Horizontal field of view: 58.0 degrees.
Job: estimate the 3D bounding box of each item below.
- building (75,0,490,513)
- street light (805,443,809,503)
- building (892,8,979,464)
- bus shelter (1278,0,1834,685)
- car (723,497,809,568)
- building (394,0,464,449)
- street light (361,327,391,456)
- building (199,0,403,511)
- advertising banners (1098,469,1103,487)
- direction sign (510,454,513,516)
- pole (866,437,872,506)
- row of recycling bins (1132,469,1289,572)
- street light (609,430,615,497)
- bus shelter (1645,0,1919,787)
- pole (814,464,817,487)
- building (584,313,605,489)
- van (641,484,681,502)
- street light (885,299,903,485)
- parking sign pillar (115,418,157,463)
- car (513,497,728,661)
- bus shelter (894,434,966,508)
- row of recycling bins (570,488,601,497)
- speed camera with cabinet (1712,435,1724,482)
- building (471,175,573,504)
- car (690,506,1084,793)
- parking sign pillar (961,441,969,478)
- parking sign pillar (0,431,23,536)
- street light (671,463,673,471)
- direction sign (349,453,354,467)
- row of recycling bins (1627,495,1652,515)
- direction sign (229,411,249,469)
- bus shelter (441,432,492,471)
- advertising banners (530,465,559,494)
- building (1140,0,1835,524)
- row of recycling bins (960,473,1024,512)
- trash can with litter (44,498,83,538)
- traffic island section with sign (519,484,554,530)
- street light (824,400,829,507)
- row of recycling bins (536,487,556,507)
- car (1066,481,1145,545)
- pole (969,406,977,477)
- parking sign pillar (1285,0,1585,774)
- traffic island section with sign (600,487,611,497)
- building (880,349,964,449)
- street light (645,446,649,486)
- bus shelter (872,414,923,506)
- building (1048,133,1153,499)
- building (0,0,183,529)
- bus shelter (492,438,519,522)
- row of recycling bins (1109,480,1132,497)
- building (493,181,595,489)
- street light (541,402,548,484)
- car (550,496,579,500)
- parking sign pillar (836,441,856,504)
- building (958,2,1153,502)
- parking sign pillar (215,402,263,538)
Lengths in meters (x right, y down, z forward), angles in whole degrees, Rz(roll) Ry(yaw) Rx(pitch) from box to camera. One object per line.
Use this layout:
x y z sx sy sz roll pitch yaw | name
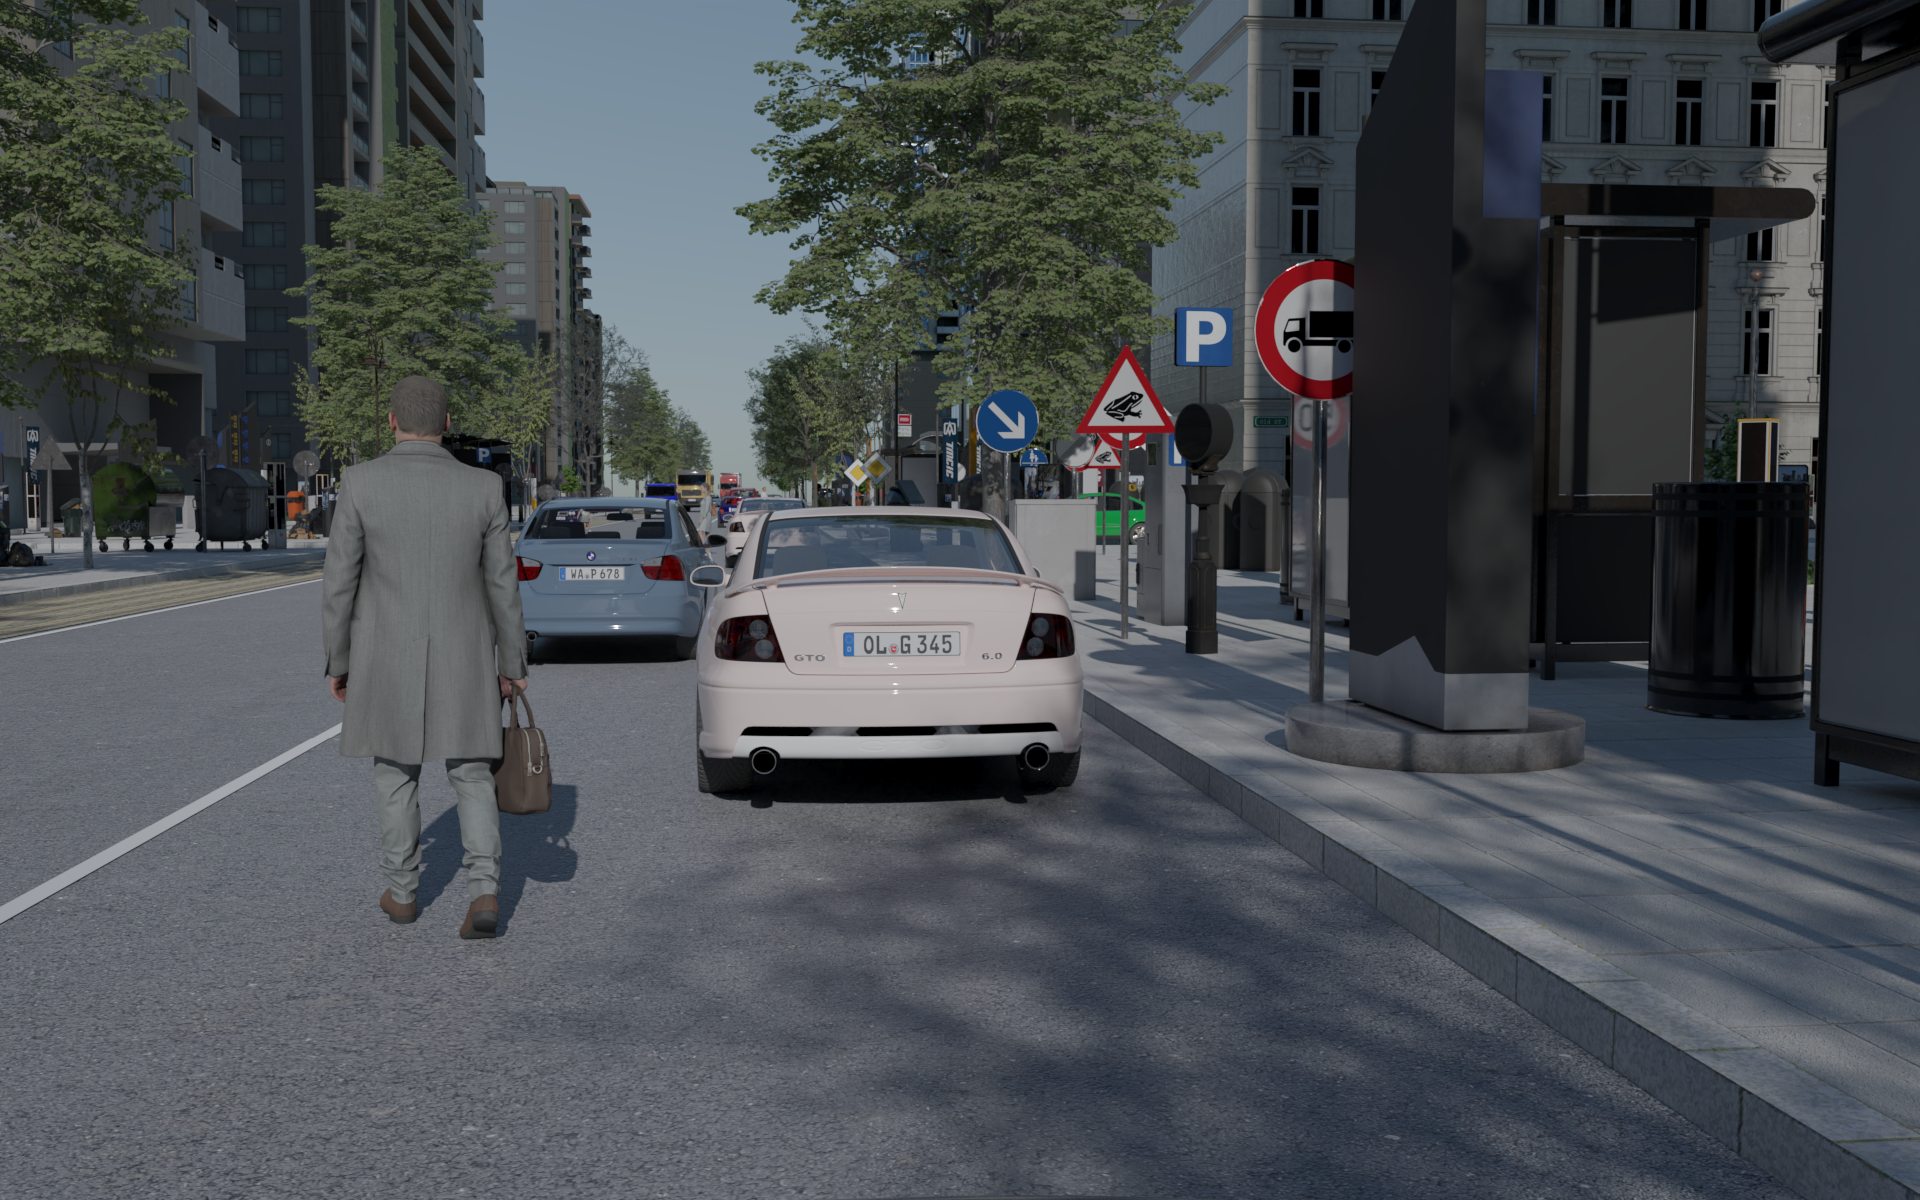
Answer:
-57.447 -34.534 153.862 28.713 52.752 27.495 0 4 -6 | building
-10.893 -9.151 122.405 0.468 5.910 1.993 0 4 -6 | street light
-1.714 -58.442 268.197 22.319 86.520 31.000 0 4 -6 | building
4.342 -2.352 16.087 2.179 5.291 8.768 0 4 -6 | bus shelter
-3.760 -1.384 34.991 2.083 1.381 4.827 0 4 -5 | car
-50.309 -30.975 130.142 21.300 48.544 21.600 0 4 -6 | building
-16.159 -4.604 48.057 0.468 5.910 1.993 0 4 -6 | street light
-44.179 -26.077 109.953 14.154 41.232 14.086 0 4 -6 | building
5.713 -4.080 62.895 2.074 3.025 0.090 1 4 16 | advertising banners
-26.174 -6.647 100.678 0.379 3.537 0.876 -1 4 -18 | direction sign
-3.259 -4.166 61.965 0.158 3.312 0.155 0 3 0 | pole
4.446 -1.405 30.091 1.069 1.692 3.534 -2 4 -27 | row of recycling bins
-24.908 -9.244 123.925 0.468 5.910 1.993 0 4 -6 | street light
4.730 -1.744 6.144 2.179 5.291 8.768 0 4 -7 | bus shelter
-9.634 -7.441 115.501 0.158 3.312 0.155 0 3 0 | pole
-62.721 -30.295 267.031 14.160 30.474 14.107 0 4 -6 | building
-17.137 -5.820 99.538 2.240 2.365 5.245 -1 4 -8 | van
-1.493 -4.162 40.833 0.468 5.910 1.993 0 4 -6 | street light
-29.150 -4.456 61.333 1.447 3.967 1.447 3 5 40 | parking sign pillar
-3.202 -0.256 16.189 2.014 1.417 4.499 0 4 -6 | car
-1.110 -4.124 61.350 2.014 3.302 5.546 0 4 -7 | bus shelter
-25.414 -6.775 117.892 1.069 1.692 3.534 1 4 19 | row of recycling bins
25.780 -3.864 57.516 0.660 3.252 2.038 0 4 -7 | speed camera with cabinet
-58.020 -33.005 223.231 14.154 41.232 14.086 0 4 -6 | building
-0.492 0.159 9.762 2.083 1.381 4.827 0 4 -6 | car
0.478 -5.476 78.003 1.447 3.967 1.447 -2 4 -25 | parking sign pillar
-29.869 -3.980 53.551 1.447 3.967 1.447 -2 4 -32 | parking sign pillar
-34.371 -14.292 206.460 0.468 5.910 1.993 0 4 -6 | street light
-33.384 -6.306 95.102 0.379 3.537 0.876 0 4 -5 | direction sign
41.682 -5.997 105.168 1.069 1.692 3.534 -2 4 -27 | row of recycling bins
-19.762 -3.398 47.557 0.379 3.537 0.876 0 4 8 | direction sign
-20.048 -4.730 68.615 1.731 3.624 6.357 0 4 -7 | bus shelter
-25.016 -6.608 104.222 2.074 3.025 0.090 1 4 23 | advertising banners
31.028 -18.224 74.373 44.131 29.872 17.030 0 4 -6 | building
0.713 -1.727 35.341 1.069 1.692 3.534 1 4 11 | row of recycling bins
-26.189 -2.405 50.701 0.624 1.170 1.055 2 4 32 | trash can with litter
-16.747 -3.762 70.133 1.989 1.847 2.006 0 4 -6 | traffic island section with sign
-6.464 -6.820 84.291 0.468 5.910 1.993 0 4 -6 | street light
-22.920 -5.414 95.634 1.069 1.692 3.534 0 4 -6 | row of recycling bins
3.393 -2.314 46.638 4.718 1.807 1.959 0 4 -6 | car
0.300 -2.834 40.181 0.158 3.312 0.155 0 3 0 | pole
2.355 -1.227 8.535 1.447 3.967 1.447 0 4 -7 | parking sign pillar
-19.824 -5.409 97.070 1.989 1.847 2.006 0 4 -6 | traffic island section with sign
3.749 -24.200 240.716 27.650 21.520 28.899 0 4 -6 | building
-29.354 -11.592 162.311 0.468 5.910 1.993 0 4 -6 | street light
-3.204 -6.514 84.140 2.179 5.291 8.768 0 4 -7 | bus shelter
10.044 -15.594 105.875 10.553 20.767 40.483 0 4 -6 | building
-46.504 -29.416 70.190 28.713 52.752 27.495 0 4 -6 | building
-20.524 -5.159 75.631 1.731 3.624 6.357 0 4 -7 | bus shelter
6.179 -2.719 51.570 3.534 1.692 1.069 0 4 -6 | row of recycling bins
-63.828 -36.101 244.882 22.147 44.769 28.867 0 4 -6 | building
-20.623 -6.934 86.166 0.468 5.910 1.993 0 4 -6 | street light
-16.925 -3.751 73.912 1.945 1.354 3.894 0 4 -7 | car
-5.725 -6.032 87.103 1.447 3.967 1.447 -3 4 -36 | parking sign pillar
10.807 -43.288 146.017 20.563 71.187 20.611 0 4 -6 | building
-20.995 -3.781 50.284 1.447 3.967 1.447 1 4 18 | parking sign pillar
